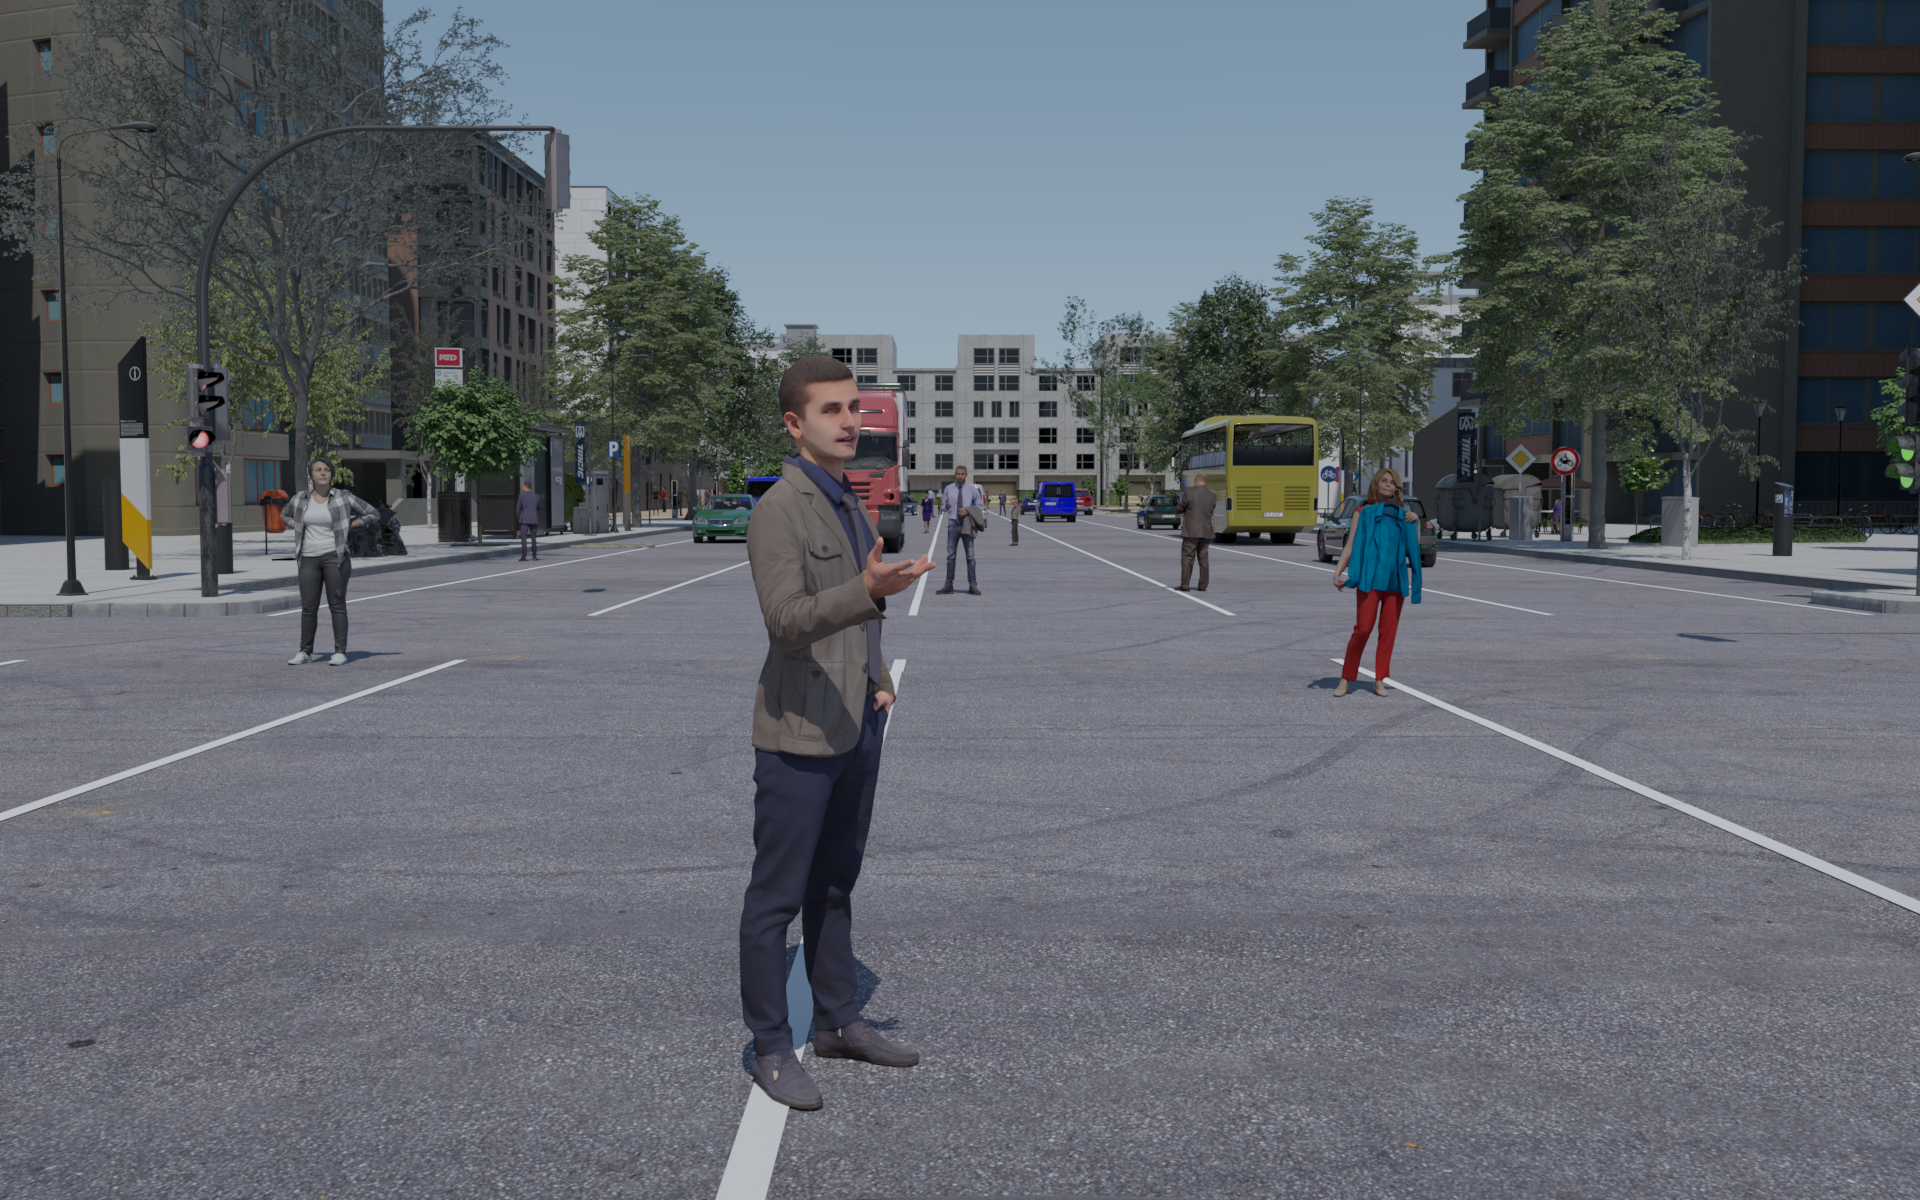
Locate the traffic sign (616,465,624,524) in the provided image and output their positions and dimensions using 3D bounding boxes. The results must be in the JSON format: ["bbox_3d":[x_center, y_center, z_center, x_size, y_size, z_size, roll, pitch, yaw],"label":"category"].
[{"bbox_3d":[-14.536,-4.567,74.782,0.768,2.556,0.104,0,4,8],"label":"traffic sign"}]

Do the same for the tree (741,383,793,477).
[{"bbox_3d":[-11.863,-9.224,101.175,4.360,8.622,3.978,0,3,0],"label":"tree"}]

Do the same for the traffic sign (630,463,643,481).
[{"bbox_3d":[-13.430,-4.355,71.315,0.768,2.556,0.104,0,4,6],"label":"traffic sign"}]

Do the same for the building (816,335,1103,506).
[{"bbox_3d":[-0.218,-20.434,200.548,31.486,18.905,16.747,0,4,0],"label":"building"}]

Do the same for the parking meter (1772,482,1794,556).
[{"bbox_3d":[16.995,-1.672,35.753,0.372,1.533,0.369,0,3,0],"label":"parking meter"}]

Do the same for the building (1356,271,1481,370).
[{"bbox_3d":[41.977,-18.184,153.730,11.380,20.091,16.016,0,4,0],"label":"building"}]

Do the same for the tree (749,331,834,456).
[{"bbox_3d":[-12.874,-14.081,136.882,9.857,13.997,8.962,0,3,0],"label":"tree"}]

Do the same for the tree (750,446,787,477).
[{"bbox_3d":[-12.865,-8.189,117.597,4.285,4.588,4.351,0,3,0],"label":"tree"}]

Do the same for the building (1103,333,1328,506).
[{"bbox_3d":[31.563,-20.340,199.018,31.486,18.905,16.747,0,4,0],"label":"building"}]

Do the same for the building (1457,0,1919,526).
[{"bbox_3d":[36.502,-26.139,81.999,22.147,44.769,28.867,0,4,0],"label":"building"}]

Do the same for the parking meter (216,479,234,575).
[{"bbox_3d":[-11.854,-1.182,27.740,0.372,1.533,0.369,0,3,0],"label":"parking meter"}]

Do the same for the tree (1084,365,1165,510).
[{"bbox_3d":[13.430,-12.979,137.969,9.928,11.665,9.643,0,3,0],"label":"tree"}]

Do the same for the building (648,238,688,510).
[{"bbox_3d":[-40.618,-18.592,147.952,32.646,21.610,27.936,0,4,0],"label":"building"}]

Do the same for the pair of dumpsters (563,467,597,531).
[{"bbox_3d":[-13.287,-3.498,59.686,1.574,2.255,4.437,0,4,0],"label":"pair of dumpsters"}]

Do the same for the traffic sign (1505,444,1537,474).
[{"bbox_3d":[14.621,-2.778,45.148,0.795,2.593,0.064,1,4,9],"label":"traffic sign"}]

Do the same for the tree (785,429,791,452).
[{"bbox_3d":[-13.645,-14.514,163.064,9.928,11.665,9.643,0,3,0],"label":"tree"}]

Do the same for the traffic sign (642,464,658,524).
[{"bbox_3d":[-13.289,-4.526,74.114,0.768,2.556,0.104,0,4,3],"label":"traffic sign"}]

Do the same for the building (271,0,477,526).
[{"bbox_3d":[-38.329,-23.296,72.768,32.217,40.220,23.993,0,4,0],"label":"building"}]

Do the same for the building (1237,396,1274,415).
[{"bbox_3d":[28.865,-12.625,148.563,9.099,9.664,28.070,0,4,0],"label":"building"}]

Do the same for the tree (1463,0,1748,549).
[{"bbox_3d":[14.460,-7.452,39.965,7.486,12.596,7.792,0,3,0],"label":"tree"}]

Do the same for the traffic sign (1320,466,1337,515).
[{"bbox_3d":[16.477,-4.732,77.474,0.768,2.556,0.104,0,4,3],"label":"traffic sign"}]

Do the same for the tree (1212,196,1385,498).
[{"bbox_3d":[15.133,-9.079,66.564,7.486,12.596,7.792,0,3,0],"label":"tree"}]

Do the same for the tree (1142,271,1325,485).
[{"bbox_3d":[14.234,-10.541,89.359,9.611,12.733,9.660,0,3,0],"label":"tree"}]

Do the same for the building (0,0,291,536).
[{"bbox_3d":[-37.547,-12.321,46.483,27.650,21.520,28.899,0,4,0],"label":"building"}]

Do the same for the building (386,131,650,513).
[{"bbox_3d":[-37.329,-16.448,112.900,27.936,21.610,32.646,0,4,0],"label":"building"}]

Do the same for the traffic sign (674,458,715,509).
[{"bbox_3d":[-14.355,-6.096,93.535,2.265,3.308,0.079,0,4,7],"label":"traffic sign"}]

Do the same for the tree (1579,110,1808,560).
[{"bbox_3d":[14.038,-5.067,33.214,4.360,8.622,3.978,0,3,0],"label":"tree"}]

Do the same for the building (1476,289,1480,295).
[{"bbox_3d":[64.167,-18.649,148.882,32.646,21.610,27.936,0,4,0],"label":"building"}]

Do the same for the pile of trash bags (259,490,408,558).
[{"bbox_3d":[-13.235,-1.615,36.152,3.447,1.369,1.912,1,4,23],"label":"pile of trash bags"}]

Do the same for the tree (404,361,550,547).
[{"bbox_3d":[-11.977,-3.621,42.909,4.285,4.588,4.351,0,3,0],"label":"tree"}]

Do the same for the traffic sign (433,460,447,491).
[{"bbox_3d":[-15.149,-3.099,50.783,0.768,2.556,0.104,0,4,3],"label":"traffic sign"}]

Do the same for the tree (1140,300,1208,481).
[{"bbox_3d":[13.977,-11.225,101.661,7.486,12.596,7.792,0,3,0],"label":"tree"}]

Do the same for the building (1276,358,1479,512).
[{"bbox_3d":[29.404,-10.911,120.549,9.099,9.664,28.070,0,4,0],"label":"building"}]

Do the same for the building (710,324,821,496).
[{"bbox_3d":[-21.641,-20.956,199.050,11.380,20.091,16.016,0,4,0],"label":"building"}]

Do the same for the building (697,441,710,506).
[{"bbox_3d":[-33.788,-20.947,198.903,11.380,20.091,16.016,0,4,0],"label":"building"}]

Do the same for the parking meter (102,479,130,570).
[{"bbox_3d":[-14.242,-1.273,29.224,0.372,1.533,0.369,0,3,0],"label":"parking meter"}]

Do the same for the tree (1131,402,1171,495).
[{"bbox_3d":[14.694,-11.034,130.772,4.737,8.622,4.395,0,3,0],"label":"tree"}]

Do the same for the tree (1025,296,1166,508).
[{"bbox_3d":[13.010,-18.961,165.895,12.611,20.169,13.585,0,3,0],"label":"tree"}]

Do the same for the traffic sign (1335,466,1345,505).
[{"bbox_3d":[17.384,-4.849,79.388,0.768,2.556,0.104,0,4,1],"label":"traffic sign"}]

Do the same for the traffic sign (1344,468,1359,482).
[{"bbox_3d":[17.204,-4.663,76.340,0.768,2.556,0.104,0,4,3],"label":"traffic sign"}]

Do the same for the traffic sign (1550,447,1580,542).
[{"bbox_3d":[16.221,-2.839,46.519,0.768,2.556,0.104,0,4,6],"label":"traffic sign"}]
